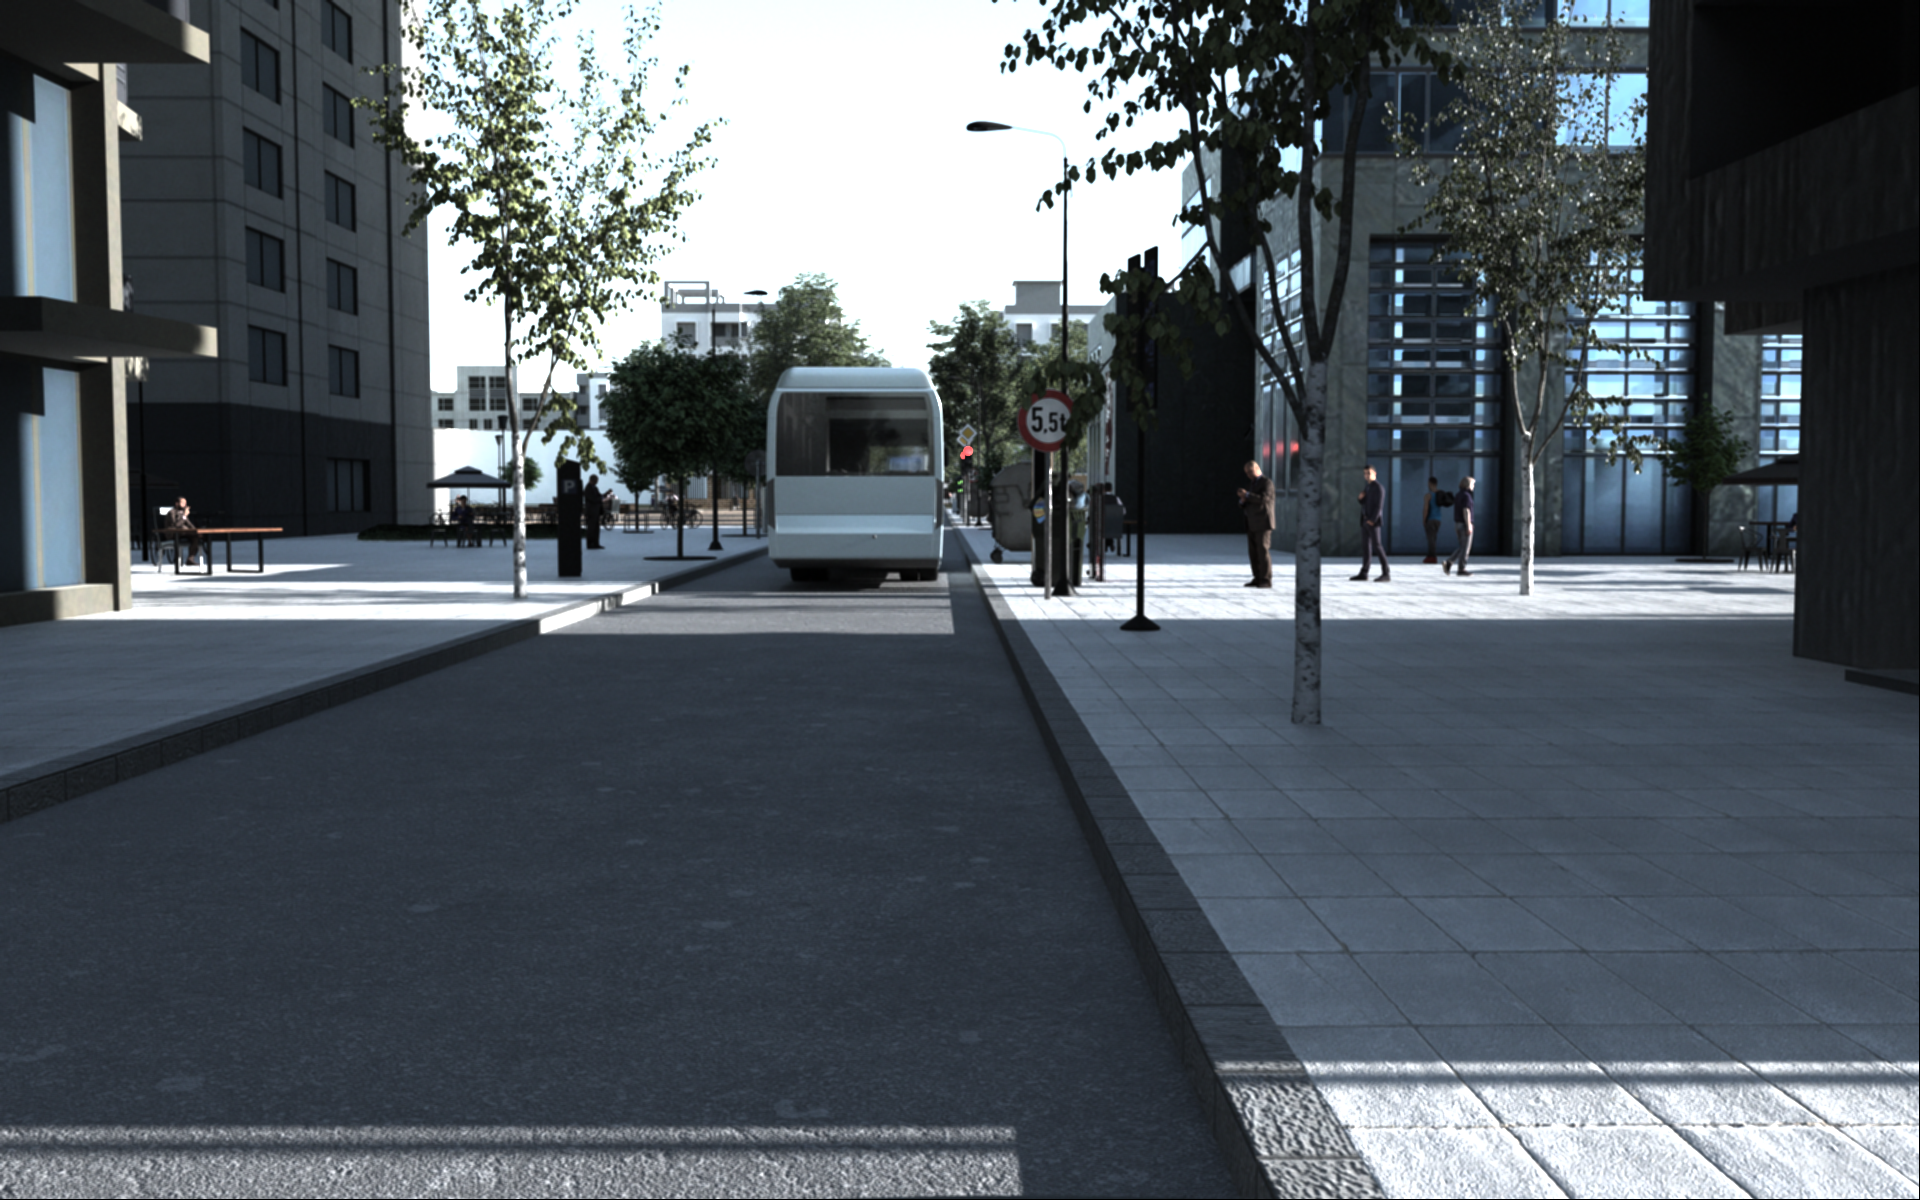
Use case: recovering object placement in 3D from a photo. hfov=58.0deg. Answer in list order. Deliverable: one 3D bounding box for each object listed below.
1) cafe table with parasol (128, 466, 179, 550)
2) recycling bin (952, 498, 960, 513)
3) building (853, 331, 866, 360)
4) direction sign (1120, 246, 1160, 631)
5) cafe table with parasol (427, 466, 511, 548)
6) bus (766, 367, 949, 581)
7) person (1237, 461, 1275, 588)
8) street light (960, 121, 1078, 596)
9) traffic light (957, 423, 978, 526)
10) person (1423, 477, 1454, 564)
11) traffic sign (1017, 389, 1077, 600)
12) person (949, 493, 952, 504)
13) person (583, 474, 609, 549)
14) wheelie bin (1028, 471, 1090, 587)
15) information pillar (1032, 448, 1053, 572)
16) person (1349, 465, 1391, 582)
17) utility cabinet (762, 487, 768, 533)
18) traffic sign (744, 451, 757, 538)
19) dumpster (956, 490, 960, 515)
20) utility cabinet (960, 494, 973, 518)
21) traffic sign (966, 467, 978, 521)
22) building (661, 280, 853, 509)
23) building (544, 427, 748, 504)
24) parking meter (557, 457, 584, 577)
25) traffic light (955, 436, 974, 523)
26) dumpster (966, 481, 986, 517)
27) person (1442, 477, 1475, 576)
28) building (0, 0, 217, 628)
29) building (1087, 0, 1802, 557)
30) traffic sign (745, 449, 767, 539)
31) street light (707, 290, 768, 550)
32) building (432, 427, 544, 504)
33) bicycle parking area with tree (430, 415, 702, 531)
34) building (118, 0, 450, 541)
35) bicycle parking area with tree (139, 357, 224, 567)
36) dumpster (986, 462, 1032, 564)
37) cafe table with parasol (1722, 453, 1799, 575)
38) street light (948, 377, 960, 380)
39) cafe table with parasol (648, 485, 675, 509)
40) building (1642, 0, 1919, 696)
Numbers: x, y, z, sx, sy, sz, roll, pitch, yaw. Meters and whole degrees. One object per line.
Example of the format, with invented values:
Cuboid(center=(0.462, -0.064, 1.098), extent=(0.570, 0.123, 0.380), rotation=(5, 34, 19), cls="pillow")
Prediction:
Cuboid(center=(-19.343, -2.152, 40.044), extent=(2.610, 1.966, 2.610), rotation=(1, 4, 15), cls="cafe table with parasol")
Cuboid(center=(-0.050, -6.292, 115.433), extent=(0.722, 1.027, 0.722), rotation=(3, 4, 36), cls="recycling bin")
Cuboid(center=(-18.592, -20.942, 198.824), extent=(16.016, 20.091, 11.380), rotation=(0, 4, -1), cls="building")
Cuboid(center=(1.707, -1.487, 16.304), extent=(0.379, 3.537, 0.876), rotation=(-1, 4, -11), cls="direction sign")
Cuboid(center=(-11.915, -2.271, 41.995), extent=(2.610, 1.966, 2.610), rotation=(3, 4, 37), cls="cafe table with parasol")
Cuboid(center=(-1.625, -2.253, 31.703), extent=(2.948, 3.499, 13.247), rotation=(0, 4, -1), cls="bus")
Cuboid(center=(4.059, -1.047, 23.846), extent=(0.565, 1.739, 0.600), rotation=(3, 4, 39), cls="person")
Cuboid(center=(0.776, -3.009, 21.735), extent=(1.470, 5.913, 1.316), rotation=(0, 4, -1), cls="street light")
Cuboid(center=(0.299, -4.874, 68.615), extent=(0.839, 4.253, 0.868), rotation=(0, 4, -1), cls="traffic light")
Cuboid(center=(8.773, -1.474, 32.015), extent=(0.647, 1.594, 0.662), rotation=(-3, 4, -38), cls="person")
Cuboid(center=(1.072, -1.279, 21.023), extent=(0.768, 2.556, 0.104), rotation=(0, 3, 0), cls="traffic sign")
Cuboid(center=(-1.250, -13.551, 228.304), extent=(0.721, 1.736, 1.217), rotation=(1, 4, 13), cls="person")
Cuboid(center=(-8.498, -2.062, 40.451), extent=(0.600, 1.739, 0.565), rotation=(-1, 4, -18), cls="person")
Cuboid(center=(1.403, -0.994, 24.168), extent=(0.693, 1.594, 0.980), rotation=(2, 4, 29), cls="wheelie bin")
Cuboid(center=(1.240, -1.323, 26.125), extent=(0.304, 2.012, 0.304), rotation=(0, 4, 6), cls="information pillar")
Cuboid(center=(6.049, -1.134, 25.502), extent=(0.530, 1.710, 0.541), rotation=(0, 4, -1), cls="person")
Cuboid(center=(-5.813, -2.902, 56.119), extent=(1.173, 1.500, 0.318), rotation=(-2, 4, -27), cls="utility cabinet")
Cuboid(center=(-5.866, -3.060, 50.135), extent=(0.768, 2.556, 0.104), rotation=(0, 4, 0), cls="traffic sign")
Cuboid(center=(0.380, -6.284, 108.495), extent=(1.264, 1.857, 1.865), rotation=(0, 4, -1), cls="dumpster")
Cuboid(center=(0.354, -5.100, 92.070), extent=(0.318, 1.500, 1.173), rotation=(1, 4, 20), cls="utility cabinet")
Cuboid(center=(0.638, -4.977, 81.482), extent=(0.768, 2.556, 0.104), rotation=(0, 4, 5), cls="traffic sign")
Cuboid(center=(-18.301, -18.431, 157.763), extent=(16.016, 20.091, 11.380), rotation=(0, 4, -1), cls="building")
Cuboid(center=(-37.493, -17.025, 220.500), extent=(28.070, 9.664, 9.099), rotation=(0, 4, -1), cls="building")
Cuboid(center=(-6.060, -1.299, 26.956), extent=(0.399, 1.863, 0.255), rotation=(-1, 4, -11), cls="parking meter")
Cuboid(center=(0.194, -5.363, 76.599), extent=(0.839, 4.253, 0.868), rotation=(0, 4, -1), cls="traffic light")
Cuboid(center=(0.824, -4.473, 78.894), extent=(1.264, 1.857, 1.865), rotation=(0, 4, -1), cls="dumpster")
Cuboid(center=(7.847, -1.157, 27.175), extent=(0.471, 1.553, 0.569), rotation=(2, 4, 30), cls="person")
Cuboid(center=(-18.696, -21.700, 9.425), extent=(22.147, 44.769, 28.867), rotation=(0, 4, -1), cls="building")
Cuboid(center=(16.195, -44.982, 48.126), extent=(22.319, 86.520, 31.000), rotation=(0, 4, -1), cls="building")
Cuboid(center=(-5.763, -3.023, 49.534), extent=(0.768, 2.556, 0.104), rotation=(0, 4, 5), cls="traffic sign")
Cuboid(center=(-5.066, -4.099, 39.557), extent=(1.470, 5.913, 1.316), rotation=(0, 4, -1), cls="street light")
Cuboid(center=(-65.557, -16.986, 219.869), extent=(28.070, 9.664, 9.099), rotation=(0, 4, -1), cls="building")
Cuboid(center=(-14.052, -4.634, 62.773), extent=(8.231, 4.147, 9.016), rotation=(2, 4, 26), cls="bicycle parking area with tree")
Cuboid(center=(-29.984, -37.710, 54.816), extent=(20.611, 71.187, 20.563), rotation=(0, 4, -1), cls="building")
Cuboid(center=(-18.034, -2.754, 32.038), extent=(8.231, 4.147, 9.016), rotation=(0, 4, -6), cls="bicycle parking area with tree")
Cuboid(center=(1.191, -1.630, 32.417), extent=(1.264, 1.857, 1.865), rotation=(0, 4, -1), cls="dumpster")
Cuboid(center=(13.686, -1.428, 28.221), extent=(2.610, 1.966, 2.610), rotation=(0, 4, 7), cls="cafe table with parasol")
Cuboid(center=(0.214, -5.875, 68.601), extent=(1.470, 5.913, 1.316), rotation=(0, 4, -1), cls="street light")
Cuboid(center=(-23.340, -7.975, 135.263), extent=(2.610, 1.966, 2.610), rotation=(3, 5, 40), cls="cafe table with parasol")
Cuboid(center=(11.955, -14.570, 9.923), extent=(14.160, 30.474, 14.107), rotation=(0, 4, -1), cls="building")
